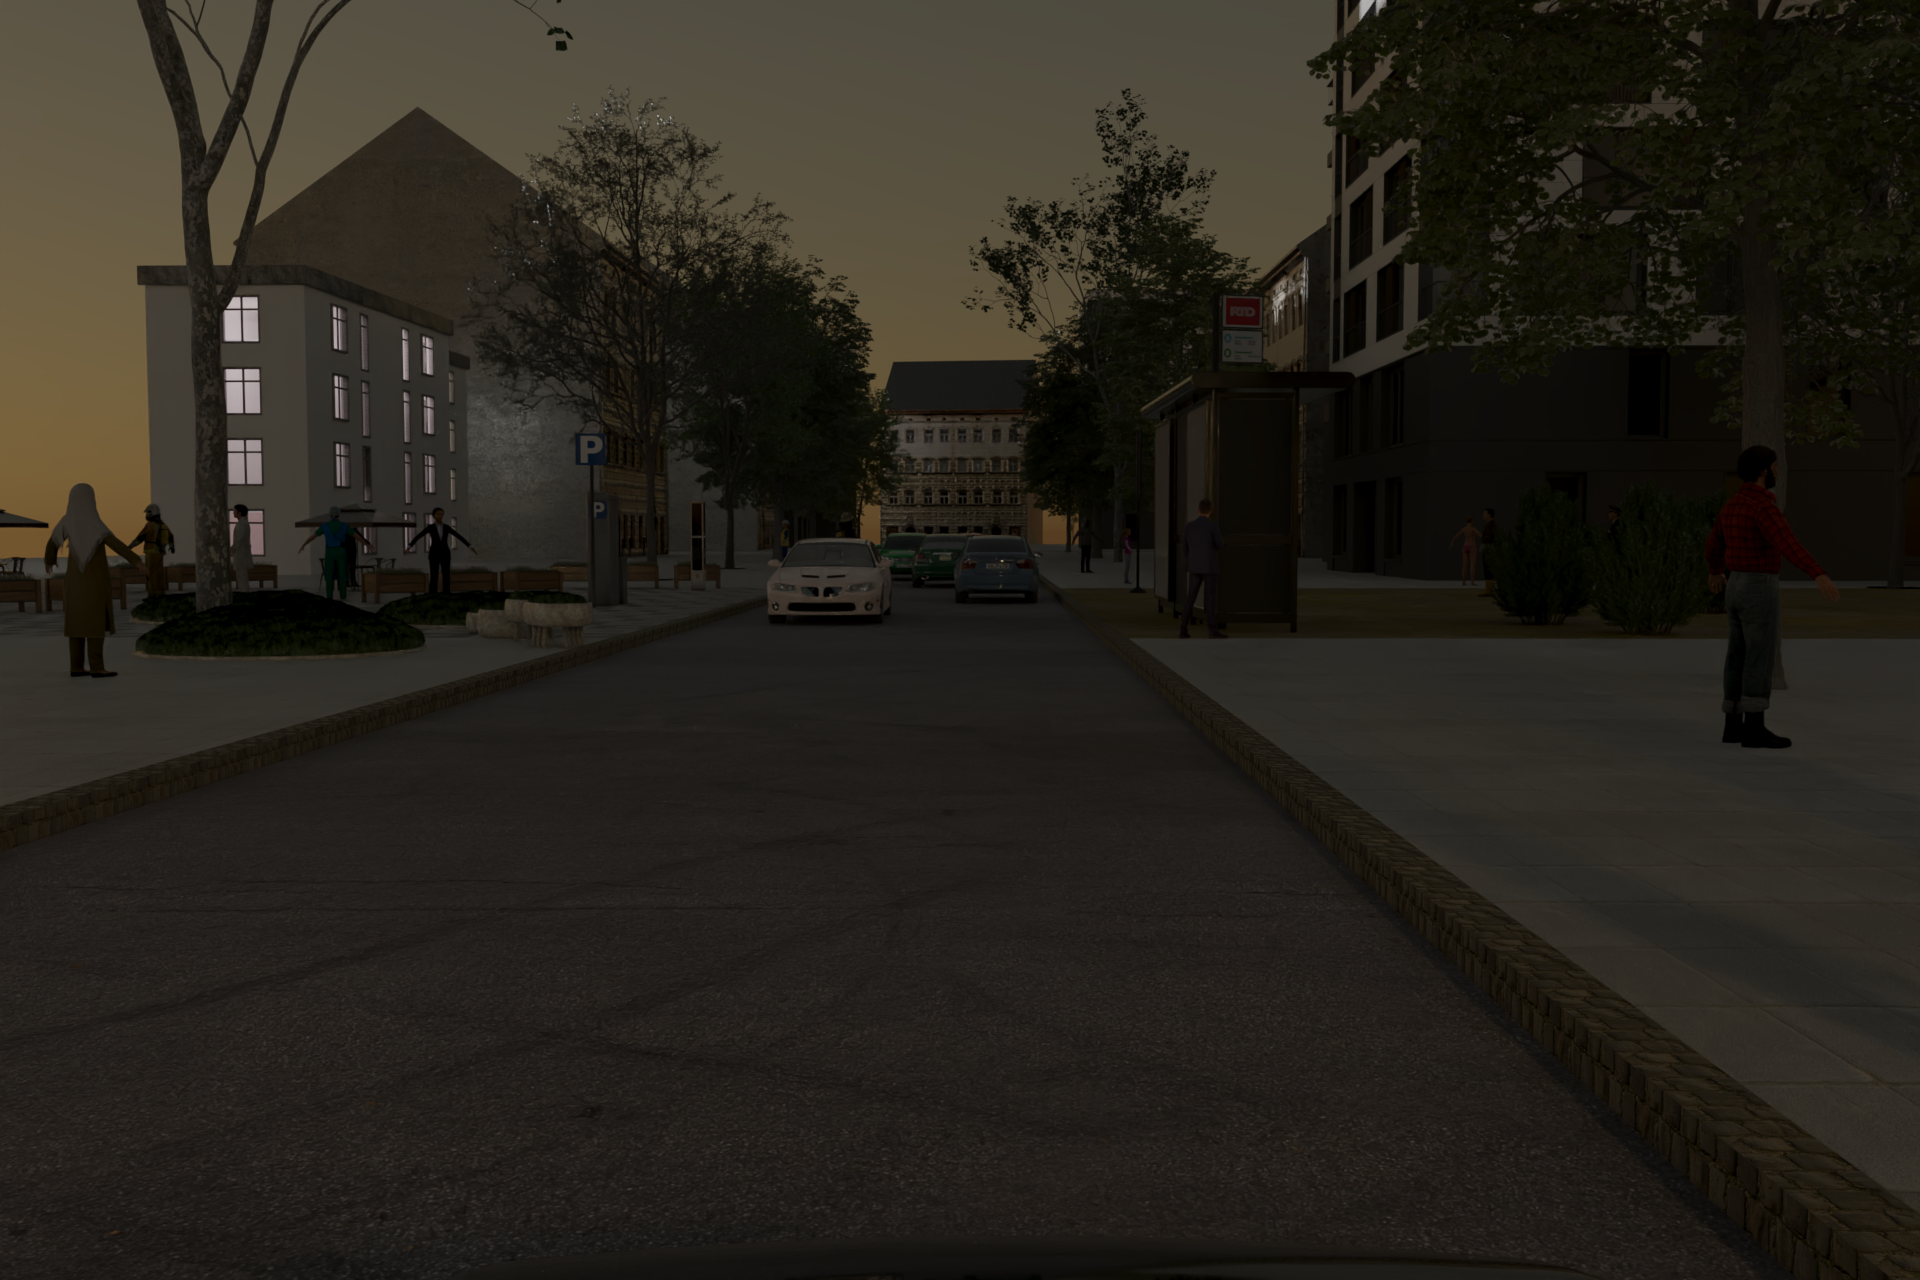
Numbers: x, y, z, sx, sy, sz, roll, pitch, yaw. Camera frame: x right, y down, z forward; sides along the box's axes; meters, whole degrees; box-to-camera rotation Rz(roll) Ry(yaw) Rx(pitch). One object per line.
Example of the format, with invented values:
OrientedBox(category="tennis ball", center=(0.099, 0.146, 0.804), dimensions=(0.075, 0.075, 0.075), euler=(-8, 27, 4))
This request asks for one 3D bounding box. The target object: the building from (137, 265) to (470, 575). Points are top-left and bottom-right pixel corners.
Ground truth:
OrientedBox(category="building", center=(-24.440, -7.716, 68.299), dimensions=(9.099, 9.664, 28.070), euler=(0, 4, 2))

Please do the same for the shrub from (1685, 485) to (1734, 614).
OrientedBox(category="shrub", center=(12.290, -1.473, 28.119), dimensions=(1.661, 2.075, 1.752), euler=(0, 3, 0))

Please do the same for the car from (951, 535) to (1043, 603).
OrientedBox(category="car", center=(0.787, -1.544, 37.250), dimensions=(2.014, 1.417, 4.499), euler=(0, 4, 1))

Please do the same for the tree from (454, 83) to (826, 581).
OrientedBox(category="tree", center=(-8.589, -8.391, 47.557), dimensions=(12.009, 13.543, 11.850), euler=(0, 3, 0))

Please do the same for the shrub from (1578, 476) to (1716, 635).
OrientedBox(category="shrub", center=(8.809, -1.088, 22.200), dimensions=(1.690, 2.028, 1.600), euler=(0, 3, 0))

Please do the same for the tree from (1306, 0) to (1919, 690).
OrientedBox(category="tree", center=(6.293, -5.865, 14.014), dimensions=(7.486, 12.596, 7.792), euler=(0, 3, 0))

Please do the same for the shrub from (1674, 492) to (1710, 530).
OrientedBox(category="shrub", center=(12.833, -1.599, 30.560), dimensions=(1.690, 2.028, 1.600), euler=(0, 3, 0))

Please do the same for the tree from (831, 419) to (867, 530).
OrientedBox(category="tree", center=(-7.287, -9.335, 102.988), dimensions=(4.737, 8.622, 4.395), euler=(0, 3, 0))

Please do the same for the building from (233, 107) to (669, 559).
OrientedBox(category="building", center=(-27.663, -16.377, 98.693), dimensions=(19.493, 23.208, 18.063), euler=(0, 4, 1))

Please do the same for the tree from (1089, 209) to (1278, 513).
OrientedBox(category="tree", center=(7.906, -8.750, 61.185), dimensions=(7.486, 12.596, 7.792), euler=(0, 3, 0))

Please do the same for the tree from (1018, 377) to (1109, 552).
OrientedBox(category="tree", center=(7.685, -12.456, 121.781), dimensions=(7.486, 12.596, 7.792), euler=(0, 3, 0))

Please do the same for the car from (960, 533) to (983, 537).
OrientedBox(category="car", center=(0.496, -4.717, 86.171), dimensions=(2.155, 1.783, 4.494), euler=(0, 4, 1))

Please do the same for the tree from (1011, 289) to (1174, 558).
OrientedBox(category="tree", center=(7.342, -11.320, 91.731), dimensions=(9.857, 13.997, 8.962), euler=(0, 3, 0))

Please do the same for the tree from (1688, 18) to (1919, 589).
OrientedBox(category="tree", center=(22.078, -7.940, 40.184), dimensions=(12.009, 13.543, 11.850), euler=(0, 3, 0))

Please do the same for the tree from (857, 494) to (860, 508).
OrientedBox(category="tree", center=(-13.588, -16.089, 213.409), dimensions=(4.360, 8.622, 3.978), euler=(0, 3, 0))

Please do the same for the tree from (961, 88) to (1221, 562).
OrientedBox(category="tree", center=(6.346, -13.499, 76.592), dimensions=(12.611, 20.169, 13.585), euler=(0, 3, 0))

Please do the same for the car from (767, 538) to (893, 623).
OrientedBox(category="car", center=(-2.143, -1.036, 29.294), dimensions=(2.083, 1.381, 4.827), euler=(0, 4, 0))

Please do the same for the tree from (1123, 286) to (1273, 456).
OrientedBox(category="tree", center=(7.315, -6.196, 51.670), dimensions=(4.737, 8.622, 4.395), euler=(0, 3, 0))

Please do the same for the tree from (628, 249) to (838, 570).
OrientedBox(category="tree", center=(-8.317, -8.374, 62.663), dimensions=(9.928, 11.665, 9.643), euler=(0, 3, 0))

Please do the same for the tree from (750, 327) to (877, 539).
OrientedBox(category="tree", center=(-8.226, -10.816, 94.965), dimensions=(7.486, 12.596, 7.792), euler=(0, 3, 0))

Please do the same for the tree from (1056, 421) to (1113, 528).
OrientedBox(category="tree", center=(7.523, -9.329, 102.890), dimensions=(4.737, 8.622, 4.395), euler=(0, 3, 0))

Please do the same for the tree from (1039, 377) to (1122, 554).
OrientedBox(category="tree", center=(8.391, -11.397, 112.099), dimensions=(9.928, 11.665, 9.643), euler=(0, 3, 0))

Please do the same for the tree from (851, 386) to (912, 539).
OrientedBox(category="tree", center=(-7.240, -11.990, 121.799), dimensions=(9.928, 11.665, 9.643), euler=(0, 3, 0))

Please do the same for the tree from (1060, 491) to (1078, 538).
OrientedBox(category="tree", center=(14.063, -16.424, 218.899), dimensions=(4.737, 8.622, 4.395), euler=(0, 3, 0))

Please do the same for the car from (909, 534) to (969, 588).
OrientedBox(category="car", center=(-0.366, -2.198, 47.742), dimensions=(2.131, 1.459, 4.920), euler=(0, 4, 0))

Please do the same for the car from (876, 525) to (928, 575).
OrientedBox(category="car", center=(-1.649, -2.807, 54.692), dimensions=(1.959, 1.807, 4.718), euler=(0, 4, 1))

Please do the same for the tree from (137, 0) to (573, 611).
OrientedBox(category="tree", center=(-8.299, -10.004, 19.452), dimensions=(12.611, 20.169, 13.585), euler=(0, 3, 0))

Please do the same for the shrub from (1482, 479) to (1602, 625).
OrientedBox(category="shrub", center=(8.292, -1.260, 24.649), dimensions=(1.661, 2.075, 1.752), euler=(0, 3, 0))

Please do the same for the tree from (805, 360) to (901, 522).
OrientedBox(category="tree", center=(-7.574, -11.875, 112.291), dimensions=(7.486, 12.596, 7.792), euler=(0, 3, 0))

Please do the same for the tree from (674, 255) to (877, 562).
OrientedBox(category="tree", center=(-8.462, -10.574, 79.538), dimensions=(9.857, 13.997, 8.962), euler=(0, 3, 0))
